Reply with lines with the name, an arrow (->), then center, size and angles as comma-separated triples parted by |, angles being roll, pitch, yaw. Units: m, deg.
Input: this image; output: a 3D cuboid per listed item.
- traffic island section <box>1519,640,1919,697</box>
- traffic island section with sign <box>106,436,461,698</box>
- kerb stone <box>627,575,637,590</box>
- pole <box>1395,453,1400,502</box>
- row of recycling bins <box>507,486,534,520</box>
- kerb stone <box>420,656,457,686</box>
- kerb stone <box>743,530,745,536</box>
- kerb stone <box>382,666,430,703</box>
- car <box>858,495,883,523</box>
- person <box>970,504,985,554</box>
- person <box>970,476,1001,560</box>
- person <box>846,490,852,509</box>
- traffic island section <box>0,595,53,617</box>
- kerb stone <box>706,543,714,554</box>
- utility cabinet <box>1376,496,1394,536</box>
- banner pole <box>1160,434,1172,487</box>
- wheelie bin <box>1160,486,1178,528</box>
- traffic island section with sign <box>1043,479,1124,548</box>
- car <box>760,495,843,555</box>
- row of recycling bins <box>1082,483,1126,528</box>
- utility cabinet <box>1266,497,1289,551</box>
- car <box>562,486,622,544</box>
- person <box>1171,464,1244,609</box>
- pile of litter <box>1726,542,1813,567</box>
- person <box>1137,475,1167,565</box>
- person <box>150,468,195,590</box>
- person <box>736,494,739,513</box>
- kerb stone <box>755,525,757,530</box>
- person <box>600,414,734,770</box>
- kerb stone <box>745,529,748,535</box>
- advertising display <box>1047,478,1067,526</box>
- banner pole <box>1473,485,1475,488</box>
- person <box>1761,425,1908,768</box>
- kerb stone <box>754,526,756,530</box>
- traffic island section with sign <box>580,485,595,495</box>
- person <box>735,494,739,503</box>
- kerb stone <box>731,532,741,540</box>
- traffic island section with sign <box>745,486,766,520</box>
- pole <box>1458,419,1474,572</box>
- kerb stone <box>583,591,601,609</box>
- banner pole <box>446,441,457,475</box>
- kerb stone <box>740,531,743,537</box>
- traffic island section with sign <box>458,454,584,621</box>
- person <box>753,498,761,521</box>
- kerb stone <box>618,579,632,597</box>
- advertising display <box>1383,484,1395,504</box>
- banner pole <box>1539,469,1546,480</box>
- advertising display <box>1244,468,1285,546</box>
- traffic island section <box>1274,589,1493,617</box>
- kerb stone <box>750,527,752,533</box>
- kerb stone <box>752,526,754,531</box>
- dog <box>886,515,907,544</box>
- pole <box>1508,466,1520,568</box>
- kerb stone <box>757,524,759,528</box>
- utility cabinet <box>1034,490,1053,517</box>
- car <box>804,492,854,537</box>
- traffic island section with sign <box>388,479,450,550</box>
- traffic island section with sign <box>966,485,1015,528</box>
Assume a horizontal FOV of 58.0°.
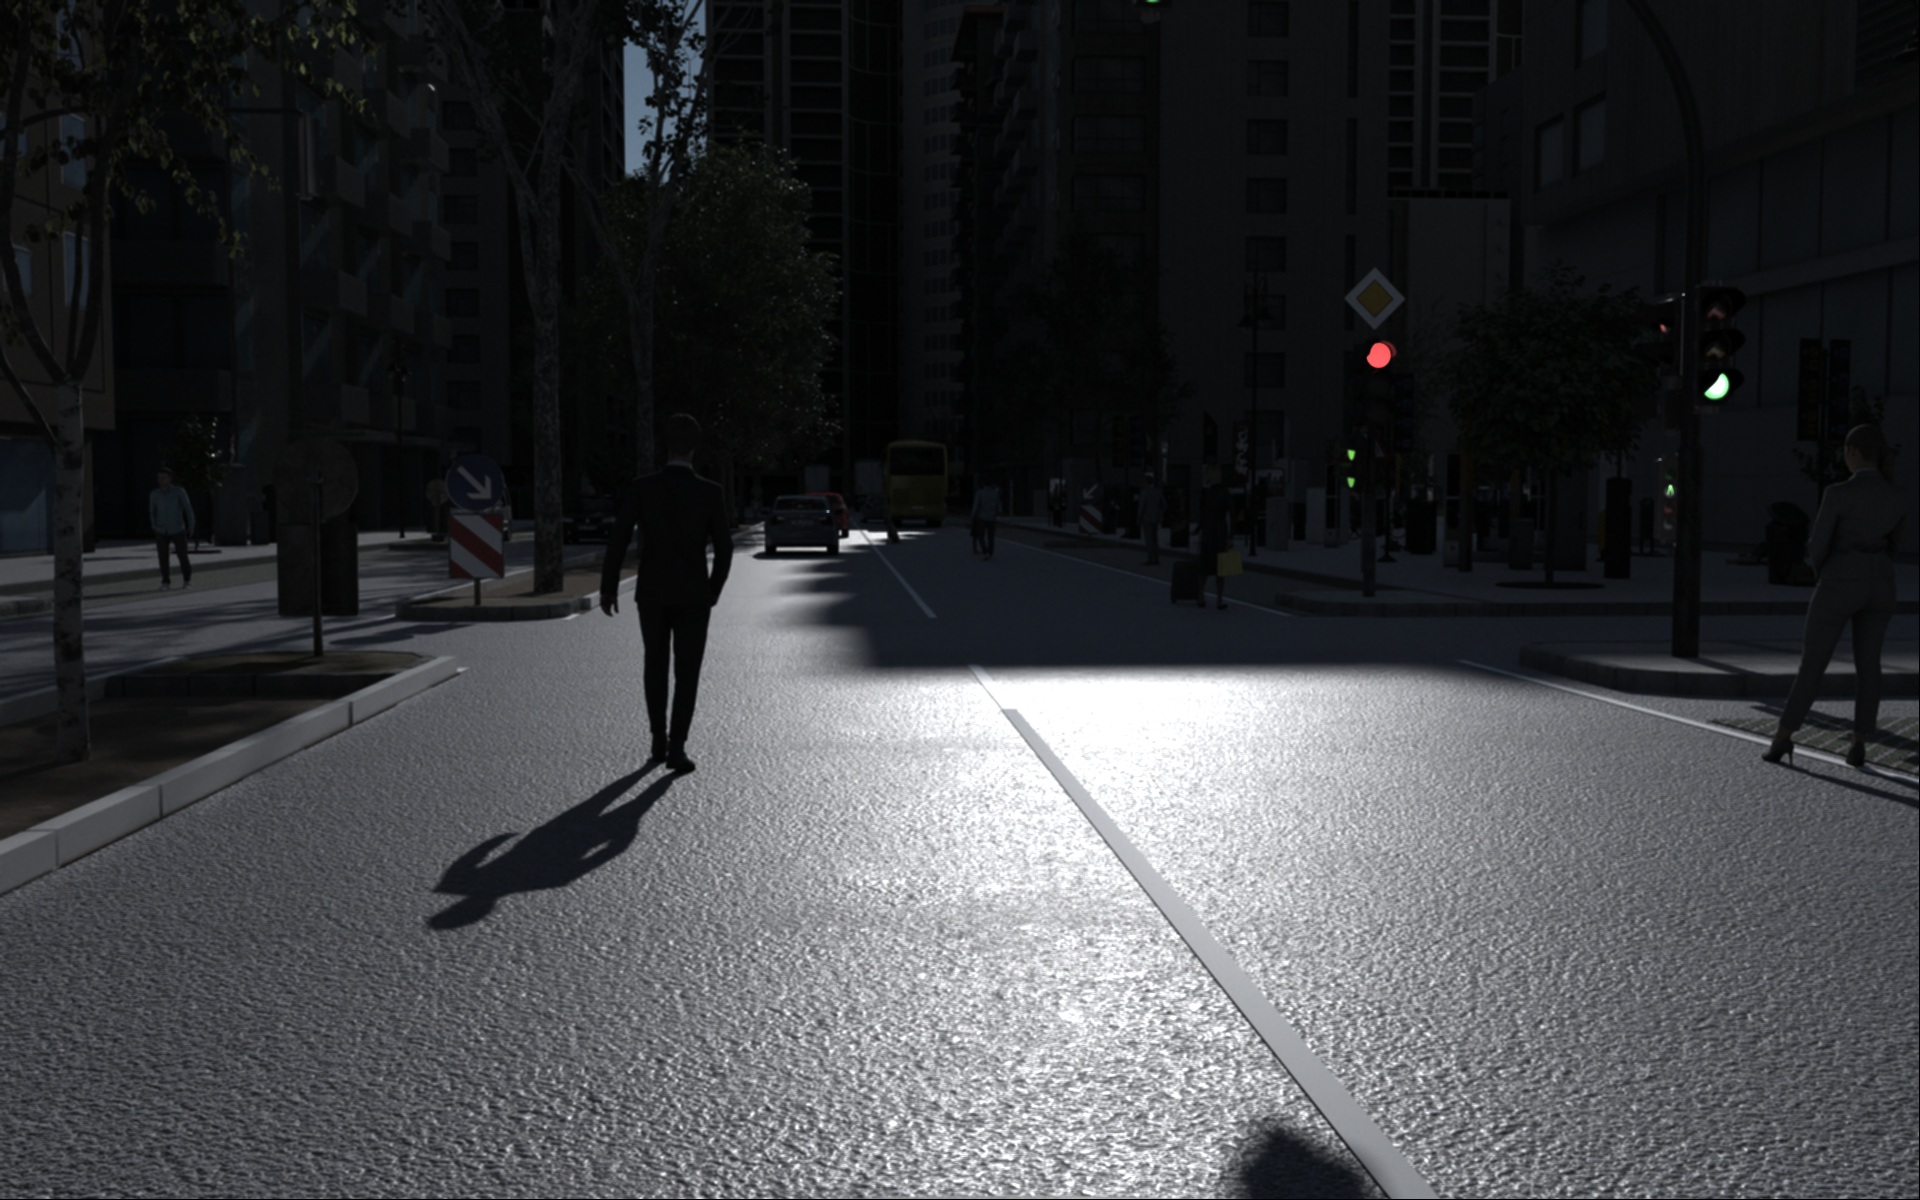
traffic island section -> 5.731, 0.526, 13.683 | 2.009, 0.180, 2.903 | 0, 4, -4
traffic island section with sign -> -5.053, -0.305, 13.116 | 2.006, 1.907, 1.989 | 0, 4, -4
kerb stone -> -4.977, -0.236, 26.056 | 0.120, 0.150, 1.000 | 0, 4, -4
pole -> 17.335, -4.575, 68.638 | 0.158, 3.312, 0.155 | 0, 3, 0
row of recycling bins -> -22.588, -4.825, 86.008 | 3.534, 1.692, 1.069 | 2, 4, 27
kerb stone -> -4.019, 0.552, 13.259 | 0.120, 0.150, 1.000 | 0, 4, -4
kerb stone -> -7.350, -2.175, 57.765 | 0.120, 0.150, 1.000 | 0, 4, -4
kerb stone -> -3.937, 0.609, 12.234 | 0.120, 0.150, 1.000 | 0, 4, -4
car -> -4.057, -4.548, 86.356 | 2.014, 1.417, 4.499 | 0, 4, -6
person -> 0.425, -1.725, 41.373 | 0.373, 1.253, 0.362 | 0, 4, -6
person -> 0.584, -1.787, 37.743 | 0.660, 1.820, 0.620 | -2, 4, -26
person -> -10.910, -9.932, 170.754 | 0.599, 1.838, 0.709 | -1, 4, -14
traffic island section -> -12.110, 0.117, 20.361 | 2.009, 0.180, 2.903 | 0, 4, -4
kerb stone -> -6.275, -1.293, 43.433 | 0.120, 0.150, 1.000 | 0, 4, -4
utility cabinet -> 13.086, -2.620, 53.999 | 0.306, 1.237, 1.020 | -1, 4, -23
banner pole -> 8.546, -4.994, 71.668 | 0.401, 3.779, 0.863 | 3, 5, 41
wheelie bin -> 7.928, -3.502, 65.171 | 0.980, 1.594, 0.693 | 3, 5, 39
traffic island section with sign -> 3.272, -2.313, 46.441 | 1.989, 1.847, 2.006 | 0, 4, -4
car -> -3.818, -1.820, 41.761 | 2.014, 1.417, 4.499 | 0, 4, -5
row of recycling bins -> 5.633, -3.669, 67.100 | 1.069, 1.692, 3.534 | -1, 4, -18
utility cabinet -> 7.198, -1.726, 39.379 | 0.306, 1.237, 1.020 | 0, 4, -3
car -> -10.726, -2.510, 50.831 | 2.009, 1.686, 4.222 | 0, 4, -6
person -> 3.142, -0.813, 22.016 | 0.699, 1.804, 1.509 | 0, 4, -2
pile of litter -> 14.553, -1.050, 31.138 | 1.176, 0.858, 1.719 | 0, 4, -4
person -> 3.835, -1.601, 34.783 | 0.635, 1.810, 0.391 | -3, 5, -41
person -> -11.773, -1.065, 25.924 | 0.660, 1.820, 0.620 | -1, 4, -8
person -> -16.759, -7.236, 130.032 | 0.599, 1.433, 0.991 | 0, 4, -4
kerb stone -> -8.035, -2.738, 66.961 | 0.120, 0.150, 1.000 | 0, 4, -4
person -> -1.512, -0.051, 9.115 | 0.659, 1.850, 0.755 | 0, 4, -2
kerb stone -> -7.499, -2.299, 59.805 | 0.120, 0.150, 1.000 | 0, 4, -4
advertising display -> 3.901, -3.943, 69.675 | 0.974, 1.923, 0.123 | -3, 5, -41
banner pole -> 25.597, -5.944, 87.203 | 0.401, 3.779, 0.863 | -3, 4, -38
person -> 4.621, -0.022, 9.140 | 0.520, 1.790, 0.573 | -1, 4, -23
kerb stone -> -7.959, -2.676, 65.942 | 0.120, 0.150, 1.000 | 0, 4, -4
traffic island section with sign -> -15.768, -3.959, 73.353 | 1.989, 1.847, 2.006 | 0, 4, -4
person -> -15.098, -6.492, 117.882 | 0.697, 1.427, 0.421 | 0, 4, 7
kerb stone -> -7.198, -2.051, 55.726 | 0.120, 0.150, 1.000 | 0, 4, -4
traffic island section with sign -> -11.229, -5.339, 95.431 | 2.006, 1.907, 1.989 | 0, 4, -4
pole -> 8.326, -2.117, 28.452 | 0.158, 3.312, 0.155 | 0, 3, 0
kerb stone -> -4.673, 0.017, 21.961 | 0.120, 0.150, 1.000 | 0, 4, -4
banner pole -> -24.234, -5.656, 82.496 | 0.401, 3.779, 0.863 | 2, 4, 33
kerb stone -> -7.277, -2.113, 56.745 | 0.120, 0.150, 1.000 | 0, 4, -4
traffic island section with sign -> -5.597, -0.756, 20.503 | 2.006, 1.907, 1.989 | 0, 4, -4
person -> -10.590, -4.705, 90.448 | 0.505, 1.210, 0.382 | 1, 4, 16
kerb stone -> -4.895, -0.174, 25.035 | 0.120, 0.150, 1.000 | 0, 4, -4
advertising display -> 24.229, -5.656, 97.688 | 0.974, 1.923, 0.123 | 1, 4, 10
banner pole -> 12.707, -2.882, 37.131 | 0.863, 3.779, 0.401 | 1, 4, 23
advertising display -> 7.439, -2.273, 42.376 | 0.974, 1.923, 0.123 | 0, 4, 2
traffic island section -> 5.134, 0.039, 21.646 | 2.009, 0.180, 2.903 | 0, 4, -4
kerb stone -> -7.736, -2.484, 62.876 | 0.120, 0.150, 1.000 | 0, 4, -4
kerb stone -> -7.884, -2.613, 64.922 | 0.120, 0.150, 1.000 | 0, 4, -4
dog -> -1.825, -2.021, 49.884 | 0.800, 0.831, 0.513 | -1, 4, -22
pole -> 9.599, -2.208, 29.942 | 0.158, 3.312, 0.155 | 0, 3, 0
kerb stone -> -8.197, -2.863, 69.003 | 0.120, 0.150, 1.000 | 0, 4, -4
utility cabinet -> 4.693, -5.335, 95.899 | 1.173, 1.500, 0.318 | -1, 4, -16
car -> -4.668, -3.033, 58.634 | 2.155, 1.783, 4.494 | 0, 4, -4
traffic island section with sign -> -13.652, -2.232, 45.119 | 1.989, 1.847, 2.006 | 0, 4, -4
traffic island section with sign -> 1.261, -3.957, 73.321 | 1.989, 1.847, 2.006 | 0, 4, -4
